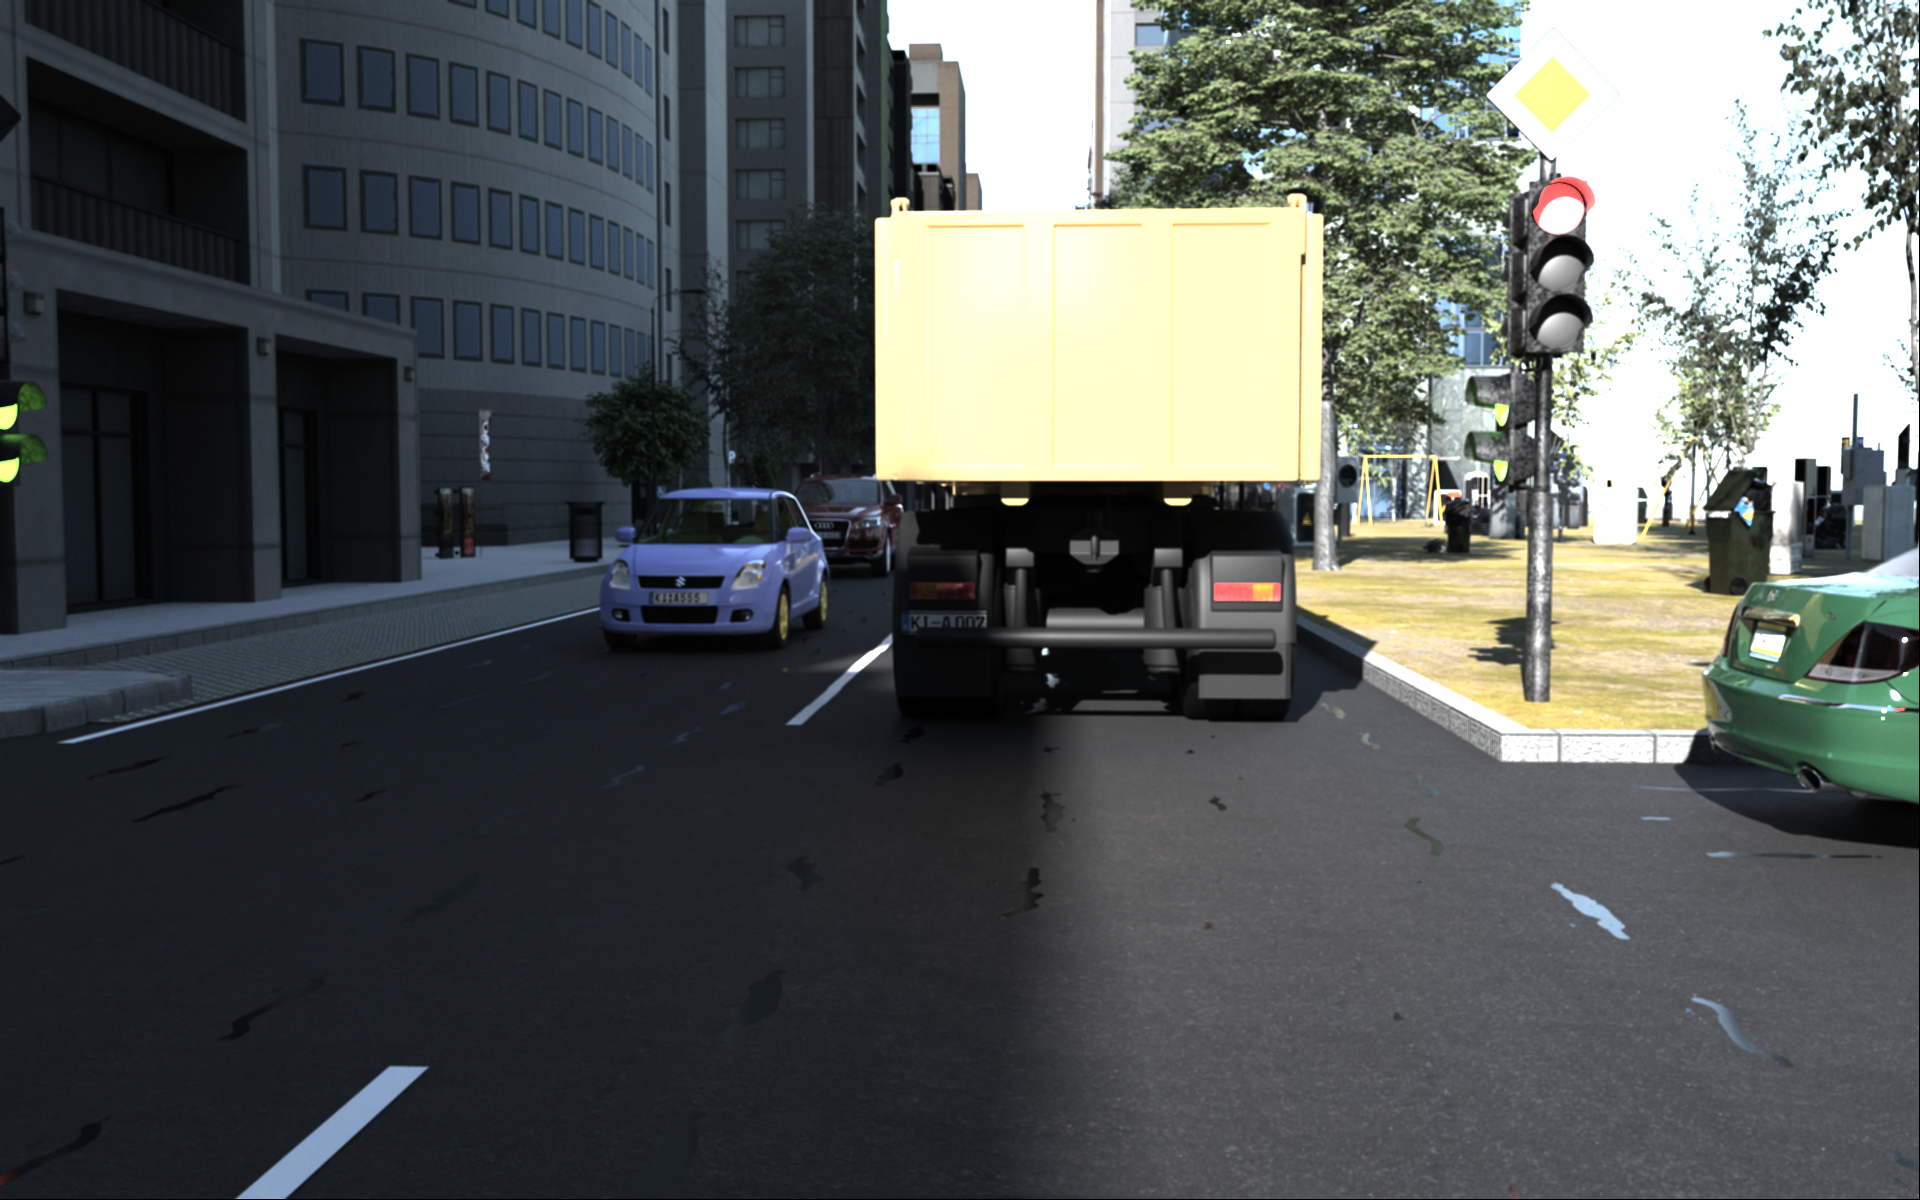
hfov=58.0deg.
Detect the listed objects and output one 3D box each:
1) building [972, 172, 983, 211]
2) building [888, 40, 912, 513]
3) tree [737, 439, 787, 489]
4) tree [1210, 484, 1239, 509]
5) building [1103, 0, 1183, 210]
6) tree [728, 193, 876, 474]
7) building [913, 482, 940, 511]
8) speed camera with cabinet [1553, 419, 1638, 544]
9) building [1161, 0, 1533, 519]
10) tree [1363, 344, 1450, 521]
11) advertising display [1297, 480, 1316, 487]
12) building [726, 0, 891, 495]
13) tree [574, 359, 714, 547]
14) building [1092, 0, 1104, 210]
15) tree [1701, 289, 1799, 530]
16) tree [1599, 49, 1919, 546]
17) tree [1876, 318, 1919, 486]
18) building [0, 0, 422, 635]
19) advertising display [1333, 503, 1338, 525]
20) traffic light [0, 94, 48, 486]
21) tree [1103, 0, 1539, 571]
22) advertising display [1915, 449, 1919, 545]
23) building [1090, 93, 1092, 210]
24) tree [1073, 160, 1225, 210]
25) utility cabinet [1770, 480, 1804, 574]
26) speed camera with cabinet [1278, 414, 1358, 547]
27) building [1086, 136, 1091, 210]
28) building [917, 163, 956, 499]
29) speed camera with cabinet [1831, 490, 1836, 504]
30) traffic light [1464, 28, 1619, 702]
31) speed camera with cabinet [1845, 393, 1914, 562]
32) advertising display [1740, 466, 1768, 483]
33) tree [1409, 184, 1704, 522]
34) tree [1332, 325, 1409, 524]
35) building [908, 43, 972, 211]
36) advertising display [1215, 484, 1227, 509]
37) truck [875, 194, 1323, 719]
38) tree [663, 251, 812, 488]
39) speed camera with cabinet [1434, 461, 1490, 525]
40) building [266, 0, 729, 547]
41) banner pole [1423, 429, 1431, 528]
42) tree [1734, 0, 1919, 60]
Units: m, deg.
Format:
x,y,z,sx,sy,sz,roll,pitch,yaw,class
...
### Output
x,y,z,sx,sy,sz,roll,pitch,yaw,class
-4.075,-35.794,235.339,14.600,45.320,14.200,0,4,3,building
-10.503,-20.565,107.936,14.160,30.474,14.107,0,4,3,building
-6.934,-3.998,59.961,1.663,3.219,1.824,0,3,0,tree
5.648,-3.341,38.339,4.285,4.588,4.351,0,3,0,tree
21.418,-36.058,131.555,21.231,58.520,28.212,0,4,3,building
-5.823,-10.302,75.091,9.857,13.997,8.962,0,3,0,tree
-16.057,-17.429,130.003,27.650,21.520,28.899,0,4,3,building
16.686,-3.126,45.441,2.038,3.252,0.660,2,4,30,speed camera with cabinet
20.717,-48.225,101.144,22.319,86.520,31.000,0,4,3,building
20.930,-8.083,82.516,4.360,8.622,3.978,0,3,0,tree
11.016,-3.002,54.294,0.974,1.923,0.123,0,4,-4,advertising display
-11.421,-25.075,93.566,14.154,41.232,14.086,0,4,3,building
-7.703,-3.580,42.253,4.285,4.588,4.351,0,3,0,tree
18.737,-30.799,153.679,14.600,45.320,14.200,0,4,3,building
26.885,-6.811,61.724,4.737,8.622,4.395,0,3,0,tree
14.193,-4.961,31.468,4.360,8.622,3.978,0,3,0,tree
29.374,-6.125,50.508,4.737,8.622,4.395,0,3,0,tree
-18.478,-35.566,19.757,20.563,71.187,20.611,0,4,3,building
15.405,-4.033,71.152,0.123,1.923,0.974,-1,4,-21,advertising display
-6.386,-1.359,11.148,0.839,4.253,0.868,0,4,3,traffic light
5.903,-6.753,28.536,7.486,12.596,7.792,0,3,0,tree
13.328,-1.105,23.273,0.123,1.923,0.974,-2,4,-26,advertising display
24.625,-34.210,183.030,21.300,48.544,21.600,0,4,3,building
7.363,-9.632,64.133,9.857,13.997,8.962,0,3,0,tree
13.273,-1.168,27.771,0.318,1.500,1.173,2,4,34,utility cabinet
8.736,-2.927,42.190,2.038,3.252,0.660,-2,4,-28,speed camera with cabinet
26.270,-33.893,208.777,22.147,44.769,28.867,0,4,3,building
-7.773,-23.217,151.293,14.160,30.474,14.107,0,4,3,building
34.109,-4.375,65.863,2.038,3.252,0.660,2,4,33,speed camera with cabinet
3.561,-1.328,10.627,0.839,4.253,0.868,0,4,3,traffic light
17.656,-2.384,33.306,0.660,3.252,2.038,0,4,6,speed camera with cabinet
18.251,-2.118,39.849,0.974,1.923,0.123,-3,4,-36,advertising display
14.129,-5.562,41.293,4.737,8.622,4.395,0,3,0,tree
17.044,-7.579,74.286,4.737,8.622,4.395,0,3,0,tree
-6.631,-32.215,176.821,14.600,45.320,14.200,0,4,3,building
10.871,-4.062,71.623,0.974,1.923,0.123,-2,4,-29,advertising display
1.059,-1.147,14.686,3.469,3.379,9.791,0,4,3,truck
-6.932,-6.300,53.363,4.360,8.622,3.978,0,3,0,tree
20.917,-4.772,72.355,2.038,3.252,0.660,2,4,31,speed camera with cabinet
-20.239,-31.232,52.637,21.231,58.520,28.212,0,4,3,building
17.884,-4.661,66.220,0.401,3.779,0.863,0,4,7,banner pole
9.261,-4.015,16.002,4.360,8.622,3.978,0,3,0,tree
